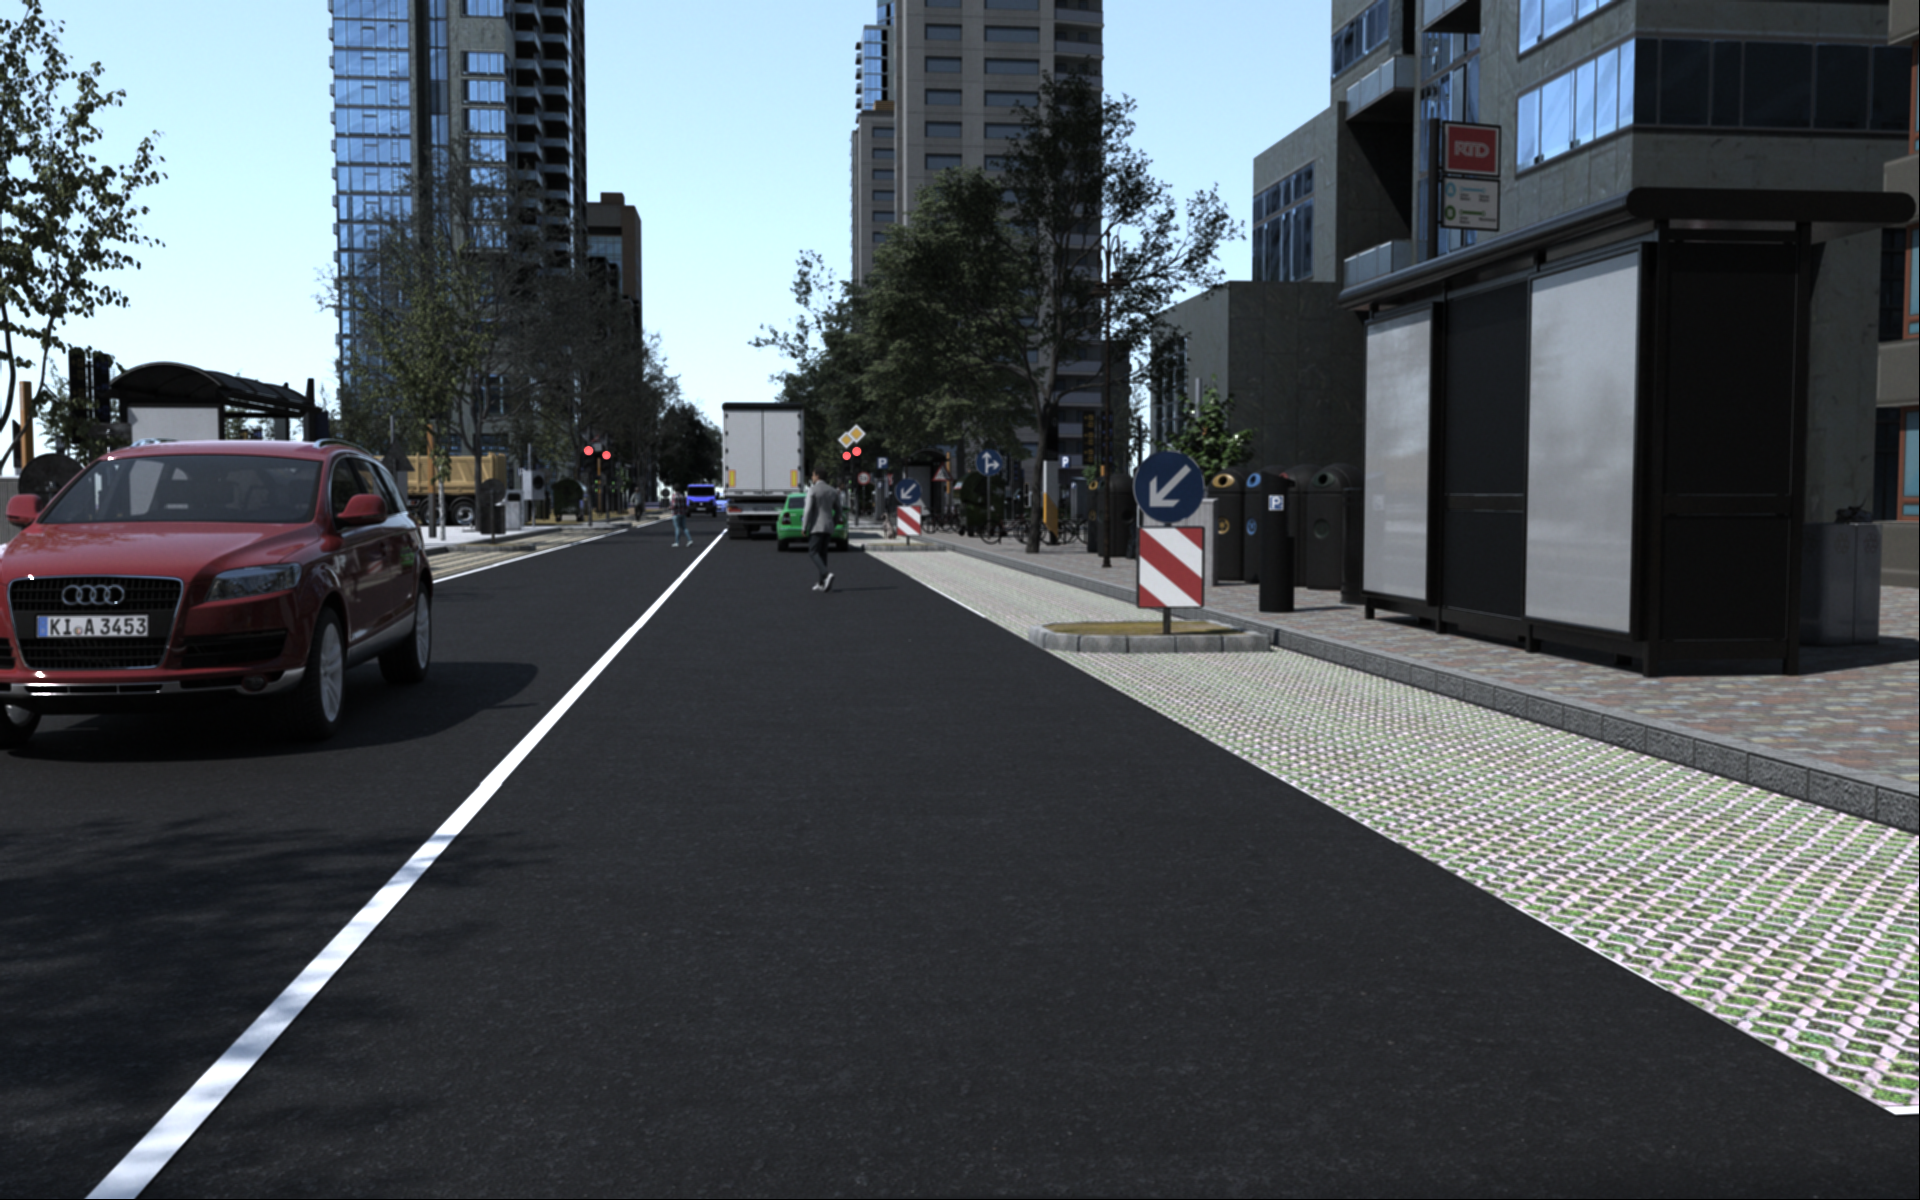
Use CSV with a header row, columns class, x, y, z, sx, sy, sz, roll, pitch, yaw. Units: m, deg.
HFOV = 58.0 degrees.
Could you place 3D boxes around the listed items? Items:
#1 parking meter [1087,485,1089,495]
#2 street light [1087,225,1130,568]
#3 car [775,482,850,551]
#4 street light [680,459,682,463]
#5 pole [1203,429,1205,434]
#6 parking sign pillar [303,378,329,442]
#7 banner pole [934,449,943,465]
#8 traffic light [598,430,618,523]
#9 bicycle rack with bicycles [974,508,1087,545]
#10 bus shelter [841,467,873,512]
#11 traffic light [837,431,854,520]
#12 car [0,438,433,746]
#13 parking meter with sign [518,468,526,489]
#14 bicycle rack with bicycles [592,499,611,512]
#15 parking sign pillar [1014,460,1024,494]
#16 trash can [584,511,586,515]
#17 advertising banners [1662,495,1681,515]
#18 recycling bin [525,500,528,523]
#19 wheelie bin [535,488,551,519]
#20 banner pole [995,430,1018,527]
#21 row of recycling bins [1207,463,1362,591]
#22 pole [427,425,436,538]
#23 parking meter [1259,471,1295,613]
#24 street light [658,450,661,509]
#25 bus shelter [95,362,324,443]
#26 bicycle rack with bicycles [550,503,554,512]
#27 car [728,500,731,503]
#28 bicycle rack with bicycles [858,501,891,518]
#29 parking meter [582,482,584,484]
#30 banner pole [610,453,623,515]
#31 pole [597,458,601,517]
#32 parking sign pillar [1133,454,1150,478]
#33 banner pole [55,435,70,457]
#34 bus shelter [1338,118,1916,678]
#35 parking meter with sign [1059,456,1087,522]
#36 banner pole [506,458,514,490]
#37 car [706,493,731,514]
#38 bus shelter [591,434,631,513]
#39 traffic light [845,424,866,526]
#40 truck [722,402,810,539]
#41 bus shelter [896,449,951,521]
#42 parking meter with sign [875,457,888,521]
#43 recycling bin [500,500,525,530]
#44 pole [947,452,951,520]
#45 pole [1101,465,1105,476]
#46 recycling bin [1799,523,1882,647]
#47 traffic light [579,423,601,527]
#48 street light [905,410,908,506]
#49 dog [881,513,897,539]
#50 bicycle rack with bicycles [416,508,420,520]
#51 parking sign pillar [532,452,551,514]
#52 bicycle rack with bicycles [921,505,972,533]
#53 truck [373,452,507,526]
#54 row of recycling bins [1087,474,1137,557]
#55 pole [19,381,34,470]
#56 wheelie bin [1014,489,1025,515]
class,x,y,z,sx,sy,sz,roll,pitch,yaw
parking meter,7.519,-5.950,102.989,0.255,1.863,0.399,-2,4,-34
street light,2.567,-3.506,30.111,0.468,5.910,1.993,0,4,-7
car,-3.808,-2.196,44.700,1.959,1.807,4.718,0,4,-5
street light,-31.065,-13.456,192.788,0.468,5.910,1.993,0,4,-7
pole,7.012,-3.398,49.401,0.158,3.312,0.155,0,3,0
parking sign pillar,-15.226,-3.209,40.938,1.447,3.967,1.447,-2,4,-26
banner pole,-1.043,-6.576,97.527,0.401,3.779,0.863,-1,4,-13
traffic light,-15.474,-5.331,76.075,0.839,4.253,0.868,0,4,-7
bicycle rack with bicycles,2.265,-1.933,44.990,2.925,0.926,2.852,1,4,22
bus shelter,-7.384,-7.955,123.994,2.014,3.302,5.546,0,4,-7
traffic light,-5.084,-5.405,77.292,0.839,4.253,0.868,0,4,-7
car,-4.896,-0.181,11.634,2.281,1.827,5.304,0,4,-8
parking meter with sign,-29.032,-7.321,115.967,0.543,3.016,1.738,0,4,5
bicycle rack with bicycles,-25.956,-6.875,125.785,2.852,0.926,2.925,0,4,-5
parking sign pillar,4.557,-8.928,134.450,1.447,3.967,1.447,-1,4,-19
trash can,-23.014,-5.763,105.876,0.748,1.137,0.748,0,3,0
advertising banners,7.544,-1.378,18.712,0.090,3.025,2.074,0,4,-3
recycling bin,-19.554,-3.907,76.425,0.722,1.027,0.722,3,4,39
wheelie bin,-21.134,-4.880,87.697,0.693,1.594,0.980,-3,5,-44
banner pole,1.865,-4.728,67.316,0.863,3.779,0.401,-2,4,-27
row of recycling bins,4.643,-1.070,24.615,1.069,1.692,3.534,-1,4,-22
pole,-15.517,-3.488,50.865,0.158,3.312,0.155,0,3,0
parking meter,3.451,-0.638,18.839,0.372,1.533,0.369,0,3,0
street light,-26.518,-11.028,153.094,0.468,5.910,1.993,0,4,-7
bus shelter,-12.459,-2.161,29.250,2.014,3.302,5.546,0,4,-6
bicycle rack with bicycles,-30.936,-6.818,124.848,2.925,0.926,2.852,0,4,5
car,-24.590,-10.719,187.843,1.945,1.354,3.894,0,4,-5
bicycle rack with bicycles,-3.934,-4.930,93.982,2.852,0.926,2.925,-2,4,-32
parking meter,-18.258,-4.728,83.019,0.399,1.863,0.255,1,4,13
banner pole,-22.610,-7.575,113.862,0.863,3.779,0.401,-2,4,-26
pole,-20.418,-6.372,98.018,0.158,3.312,0.155,0,3,0
parking sign pillar,13.167,-8.359,125.134,1.447,3.967,1.447,1,4,19
banner pole,-33.534,-4.577,64.859,0.401,3.779,0.863,1,4,15
bus shelter,5.107,-2.362,16.254,2.179,5.291,8.768,0,4,-6
parking meter with sign,5.516,-5.115,79.892,1.738,3.016,0.543,-3,4,-37
banner pole,-31.408,-7.993,120.703,0.401,3.779,0.863,3,4,36
car,-17.678,-7.122,126.042,1.945,1.707,3.694,-1,4,-8
bus shelter,-23.930,-8.624,118.632,2.179,5.291,8.768,0,4,-7
traffic light,-4.164,-4.920,69.360,0.839,4.253,0.868,0,4,-7
truck,-6.499,-4.257,58.520,2.839,4.237,11.283,0,4,-5
bus shelter,-1.728,-5.269,80.079,2.014,3.302,5.546,0,4,-7
parking meter with sign,-3.806,-5.294,82.820,0.543,3.016,1.738,-1,4,-9
recycling bin,-16.006,-3.008,61.730,0.722,1.027,0.722,-1,4,-10
pole,-0.539,-5.522,84.131,0.158,3.312,0.155,0,3,0
pole,4.196,-3.457,50.367,0.158,3.312,0.155,0,3,0
recycling bin,7.407,-0.147,14.960,0.722,1.027,0.722,-2,4,-25
traffic light,-14.554,-4.845,68.143,0.839,4.253,0.868,0,4,-7
street light,-2.140,-5.899,69.228,0.468,5.910,1.993,0,4,-7
dog,-2.268,-2.322,54.803,0.513,0.831,0.800,0,4,2
bicycle rack with bicycles,-26.876,-4.420,85.642,2.852,0.926,2.925,2,4,35
parking sign pillar,-26.761,-7.441,110.140,1.447,3.967,1.447,0,4,8
bicycle rack with bicycles,0.077,-2.702,57.562,2.925,0.926,2.852,0,4,-6
truck,-23.906,-4.626,71.562,9.791,3.379,3.469,0,4,-5
row of recycling bins,3.298,-1.815,36.786,1.069,1.692,3.534,0,4,0
pole,-16.868,-2.294,31.354,0.158,3.312,0.155,0,3,0
wheelie bin,3.639,-6.044,106.730,0.693,1.594,0.980,-1,4,-17
